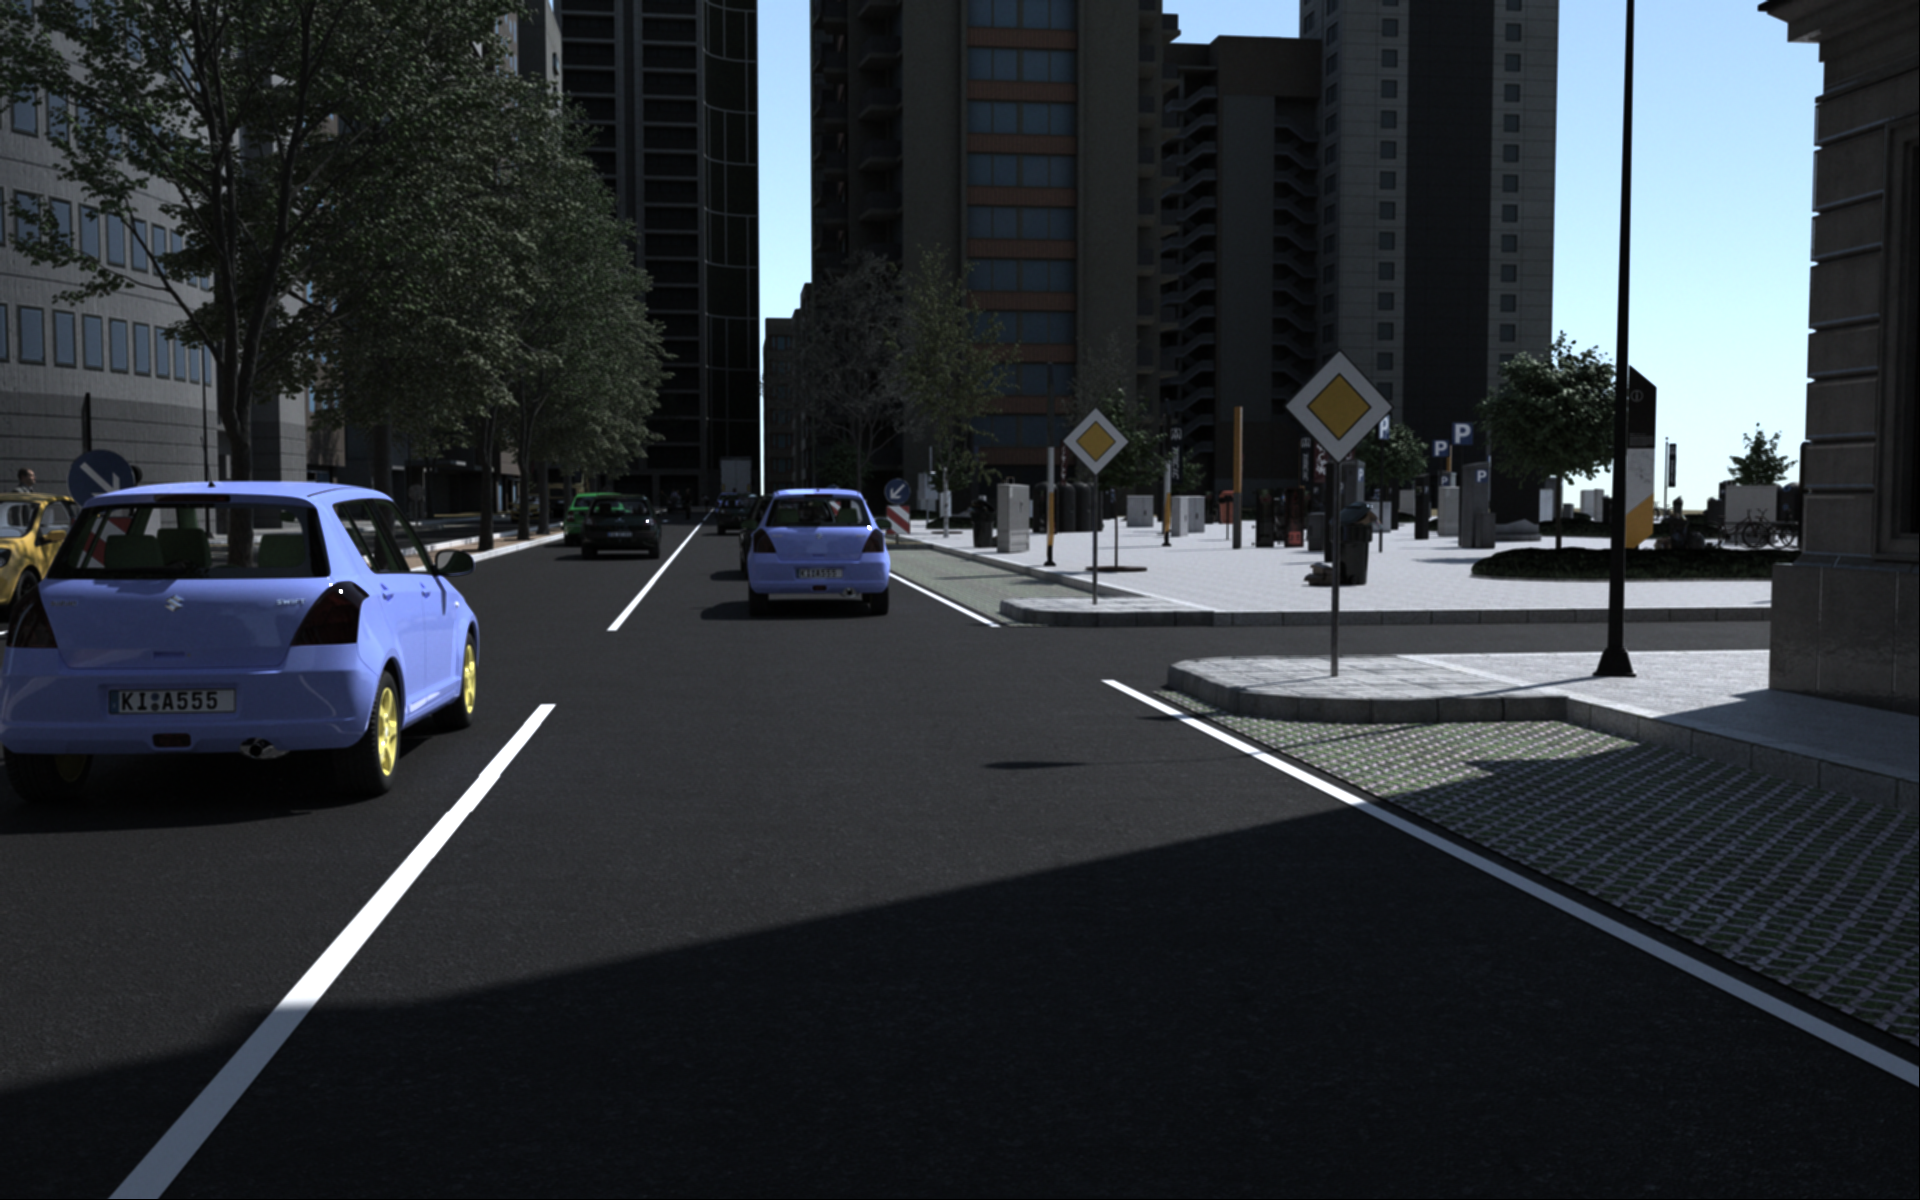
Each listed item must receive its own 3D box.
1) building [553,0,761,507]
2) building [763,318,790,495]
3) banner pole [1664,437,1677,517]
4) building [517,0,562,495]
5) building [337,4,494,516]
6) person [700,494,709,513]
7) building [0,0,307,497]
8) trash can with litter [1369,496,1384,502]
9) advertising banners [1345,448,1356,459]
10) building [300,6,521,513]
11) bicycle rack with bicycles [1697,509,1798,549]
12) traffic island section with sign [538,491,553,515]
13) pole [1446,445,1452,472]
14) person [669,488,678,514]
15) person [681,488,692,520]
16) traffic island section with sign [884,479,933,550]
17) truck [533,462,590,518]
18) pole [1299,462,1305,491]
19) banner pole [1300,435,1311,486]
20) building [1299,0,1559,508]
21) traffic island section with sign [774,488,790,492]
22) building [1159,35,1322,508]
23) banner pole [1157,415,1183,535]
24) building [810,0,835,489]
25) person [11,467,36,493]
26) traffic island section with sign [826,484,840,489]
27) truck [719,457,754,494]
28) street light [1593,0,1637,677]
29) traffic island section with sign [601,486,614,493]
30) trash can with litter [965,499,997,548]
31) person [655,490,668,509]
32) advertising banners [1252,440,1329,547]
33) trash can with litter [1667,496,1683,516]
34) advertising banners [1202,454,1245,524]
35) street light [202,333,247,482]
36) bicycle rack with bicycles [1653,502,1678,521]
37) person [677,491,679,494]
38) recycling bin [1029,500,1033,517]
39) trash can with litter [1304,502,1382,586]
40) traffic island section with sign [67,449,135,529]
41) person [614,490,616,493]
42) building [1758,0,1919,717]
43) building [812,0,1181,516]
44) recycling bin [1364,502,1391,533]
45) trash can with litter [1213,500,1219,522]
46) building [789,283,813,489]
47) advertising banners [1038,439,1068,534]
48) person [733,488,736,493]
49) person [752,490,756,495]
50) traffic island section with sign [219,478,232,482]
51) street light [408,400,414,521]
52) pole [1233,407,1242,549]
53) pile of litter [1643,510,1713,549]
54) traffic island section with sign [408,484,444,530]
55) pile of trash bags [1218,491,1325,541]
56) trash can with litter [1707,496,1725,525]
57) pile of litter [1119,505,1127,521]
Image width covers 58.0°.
[{"bbox_3d":[-31.761,-45.629,184.286,20.611,71.187,20.563,0,4,-8],"label":"building"},{"bbox_3d":[-7.084,-21.272,192.837,28.899,21.520,27.650,0,4,-8],"label":"building"},{"bbox_3d":[30.984,-5.237,75.639,0.401,3.779,0.863,-1,4,-16],"label":"banner pole"},{"bbox_3d":[-47.054,-32.477,154.698,21.600,48.544,21.300,0,4,-8],"label":"building"},{"bbox_3d":[-43.570,-31.411,102.816,28.713,52.752,27.495,0,4,-8],"label":"building"},{"bbox_3d":[-19.028,-7.185,129.158,0.628,1.438,0.799,0,4,-5],"label":"person"},{"bbox_3d":[-34.215,-31.144,51.206,21.231,58.520,28.212,0,4,-8],"label":"building"},{"bbox_3d":[13.870,-2.961,59.466,2.233,1.210,1.678,0,4,-4],"label":"trash can with litter"},{"bbox_3d":[13.286,-4.068,62.694,2.074,3.025,0.090,0,4,5],"label":"advertising banners"},{"bbox_3d":[-39.611,-29.040,124.914,14.600,45.320,14.200,0,4,-8],"label":"building"},{"bbox_3d":[19.373,-1.704,41.241,2.925,0.926,2.852,3,4,37],"label":"bicycle rack with bicycles"},{"bbox_3d":[-28.576,-6.735,118.742,1.989,1.847,2.006,0,4,-8],"label":"traffic island section with sign"},{"bbox_3d":[20.305,-4.778,71.966,0.158,3.312,0.155,0,3,0],"label":"pole"},{"bbox_3d":[-20.408,-7.021,123.163,0.709,1.838,0.599,2,4,30],"label":"person"},{"bbox_3d":[-15.378,-5.402,97.338,0.721,1.766,1.217,-3,4,-36],"label":"person"},{"bbox_3d":[-1.805,-2.230,45.096,1.989,1.847,2.006,0,4,-8],"label":"traffic island section with sign"},{"bbox_3d":[-24.090,-6.780,106.770,3.469,3.379,9.791,0,4,-7],"label":"truck"},{"bbox_3d":[13.018,-4.408,65.915,0.158,3.312,0.155,0,3,0],"label":"pole"},{"bbox_3d":[12.939,-4.535,64.164,0.863,3.779,0.401,3,5,40],"label":"banner pole"},{"bbox_3d":[43.020,-44.562,166.843,20.611,71.187,20.563,0,4,-8],"label":"building"},{"bbox_3d":[-15.726,-8.532,148.121,1.989,1.847,2.006,0,4,-8],"label":"traffic island section with sign"},{"bbox_3d":[25.445,-31.658,167.721,14.200,45.320,14.600,0,4,-8],"label":"building"},{"bbox_3d":[6.647,-3.951,54.611,0.863,3.779,0.401,2,4,24],"label":"banner pole"},{"bbox_3d":[-4.643,-27.607,134.970,14.154,41.232,14.086,0,4,-8],"label":"building"},{"bbox_3d":[-13.227,-0.979,24.612,0.767,1.812,0.694,-1,4,-11],"label":"person"},{"bbox_3d":[-5.411,-3.864,71.809,1.989,1.847,2.006,0,4,-8],"label":"traffic island section with sign"},{"bbox_3d":[-17.539,-8.990,135.901,2.839,4.237,11.283,0,4,-7],"label":"truck"},{"bbox_3d":[4.115,-2.417,12.058,1.470,5.913,1.316,0,4,-8],"label":"street light"},{"bbox_3d":[-18.942,-5.180,92.830,2.006,1.907,1.989,0,4,-8],"label":"traffic island section with sign"},{"bbox_3d":[0.682,-1.853,41.683,0.624,1.170,1.055,3,5,44],"label":"trash can with litter"},{"bbox_3d":[-28.901,-9.743,167.814,1.348,1.821,0.705,1,4,10],"label":"person"},{"bbox_3d":[8.053,-2.791,41.817,2.074,3.025,0.090,-1,4,-13],"label":"advertising banners"},{"bbox_3d":[41.709,-5.497,101.266,1.055,1.170,0.624,1,4,20],"label":"trash can with litter"},{"bbox_3d":[11.383,-4.809,74.816,2.074,3.025,0.090,-1,4,-20],"label":"advertising banners"},{"bbox_3d":[-21.125,-4.724,49.773,1.470,5.913,1.316,0,4,-8],"label":"street light"},{"bbox_3d":[33.060,-4.287,83.479,2.925,0.926,2.852,1,4,13],"label":"bicycle rack with bicycles"},{"bbox_3d":[-26.227,-9.266,160.722,1.217,1.743,0.721,-2,4,-25],"label":"person"},{"bbox_3d":[2.986,-3.867,75.784,0.722,1.027,0.722,2,4,35],"label":"recycling bin"},{"bbox_3d":[5.390,-0.796,24.402,1.055,1.170,0.624,-3,4,-37],"label":"trash can with litter"},{"bbox_3d":[-8.865,-0.626,18.368,2.006,1.907,1.989,0,4,-8],"label":"traffic island section with sign"},{"bbox_3d":[-29.865,-8.621,149.471,0.705,1.822,1.348,0,4,-7],"label":"person"},{"bbox_3d":[11.211,-8.432,2.494,10.561,19.102,19.286,0,4,-8],"label":"building"},{"bbox_3d":[1.746,-28.065,113.491,22.147,44.769,28.867,0,4,-8],"label":"building"},{"bbox_3d":[13.991,-2.783,58.053,0.722,1.027,0.722,0,4,-5],"label":"recycling bin"},{"bbox_3d":[11.602,-4.096,78.362,1.055,1.170,0.624,3,5,43],"label":"trash can with litter"},{"bbox_3d":[-0.910,-19.139,157.964,27.650,21.520,28.899,0,4,-8],"label":"building"},{"bbox_3d":[2.986,-3.630,55.541,0.090,3.025,2.074,-1,4,-23],"label":"advertising banners"},{"bbox_3d":[-15.061,-6.570,115.859,1.348,1.831,0.705,-3,5,-39],"label":"person"},{"bbox_3d":[-20.447,-9.917,170.724,1.350,1.814,0.705,-2,4,-35],"label":"person"},{"bbox_3d":[-18.374,-2.118,43.261,1.989,1.847,2.006,0,4,-8],"label":"traffic island section with sign"},{"bbox_3d":[-25.416,-6.677,81.704,1.470,5.913,1.316,0,4,-8],"label":"street light"},{"bbox_3d":[6.482,-2.850,40.444,0.158,3.312,0.155,0,3,0],"label":"pole"},{"bbox_3d":[16.486,-1.577,39.755,1.719,0.858,1.176,3,5,44],"label":"pile of litter"},{"bbox_3d":[-21.978,-3.752,69.976,1.989,1.847,2.006,0,4,-8],"label":"traffic island section with sign"},{"bbox_3d":[8.861,-2.340,48.016,3.447,1.369,1.912,1,4,16],"label":"pile of trash bags"},{"bbox_3d":[23.770,-2.716,55.458,2.233,1.210,1.678,1,4,17],"label":"trash can with litter"},{"bbox_3d":[8.389,-4.245,83.365,1.176,0.858,1.719,-1,4,-20],"label":"pile of litter"}]
